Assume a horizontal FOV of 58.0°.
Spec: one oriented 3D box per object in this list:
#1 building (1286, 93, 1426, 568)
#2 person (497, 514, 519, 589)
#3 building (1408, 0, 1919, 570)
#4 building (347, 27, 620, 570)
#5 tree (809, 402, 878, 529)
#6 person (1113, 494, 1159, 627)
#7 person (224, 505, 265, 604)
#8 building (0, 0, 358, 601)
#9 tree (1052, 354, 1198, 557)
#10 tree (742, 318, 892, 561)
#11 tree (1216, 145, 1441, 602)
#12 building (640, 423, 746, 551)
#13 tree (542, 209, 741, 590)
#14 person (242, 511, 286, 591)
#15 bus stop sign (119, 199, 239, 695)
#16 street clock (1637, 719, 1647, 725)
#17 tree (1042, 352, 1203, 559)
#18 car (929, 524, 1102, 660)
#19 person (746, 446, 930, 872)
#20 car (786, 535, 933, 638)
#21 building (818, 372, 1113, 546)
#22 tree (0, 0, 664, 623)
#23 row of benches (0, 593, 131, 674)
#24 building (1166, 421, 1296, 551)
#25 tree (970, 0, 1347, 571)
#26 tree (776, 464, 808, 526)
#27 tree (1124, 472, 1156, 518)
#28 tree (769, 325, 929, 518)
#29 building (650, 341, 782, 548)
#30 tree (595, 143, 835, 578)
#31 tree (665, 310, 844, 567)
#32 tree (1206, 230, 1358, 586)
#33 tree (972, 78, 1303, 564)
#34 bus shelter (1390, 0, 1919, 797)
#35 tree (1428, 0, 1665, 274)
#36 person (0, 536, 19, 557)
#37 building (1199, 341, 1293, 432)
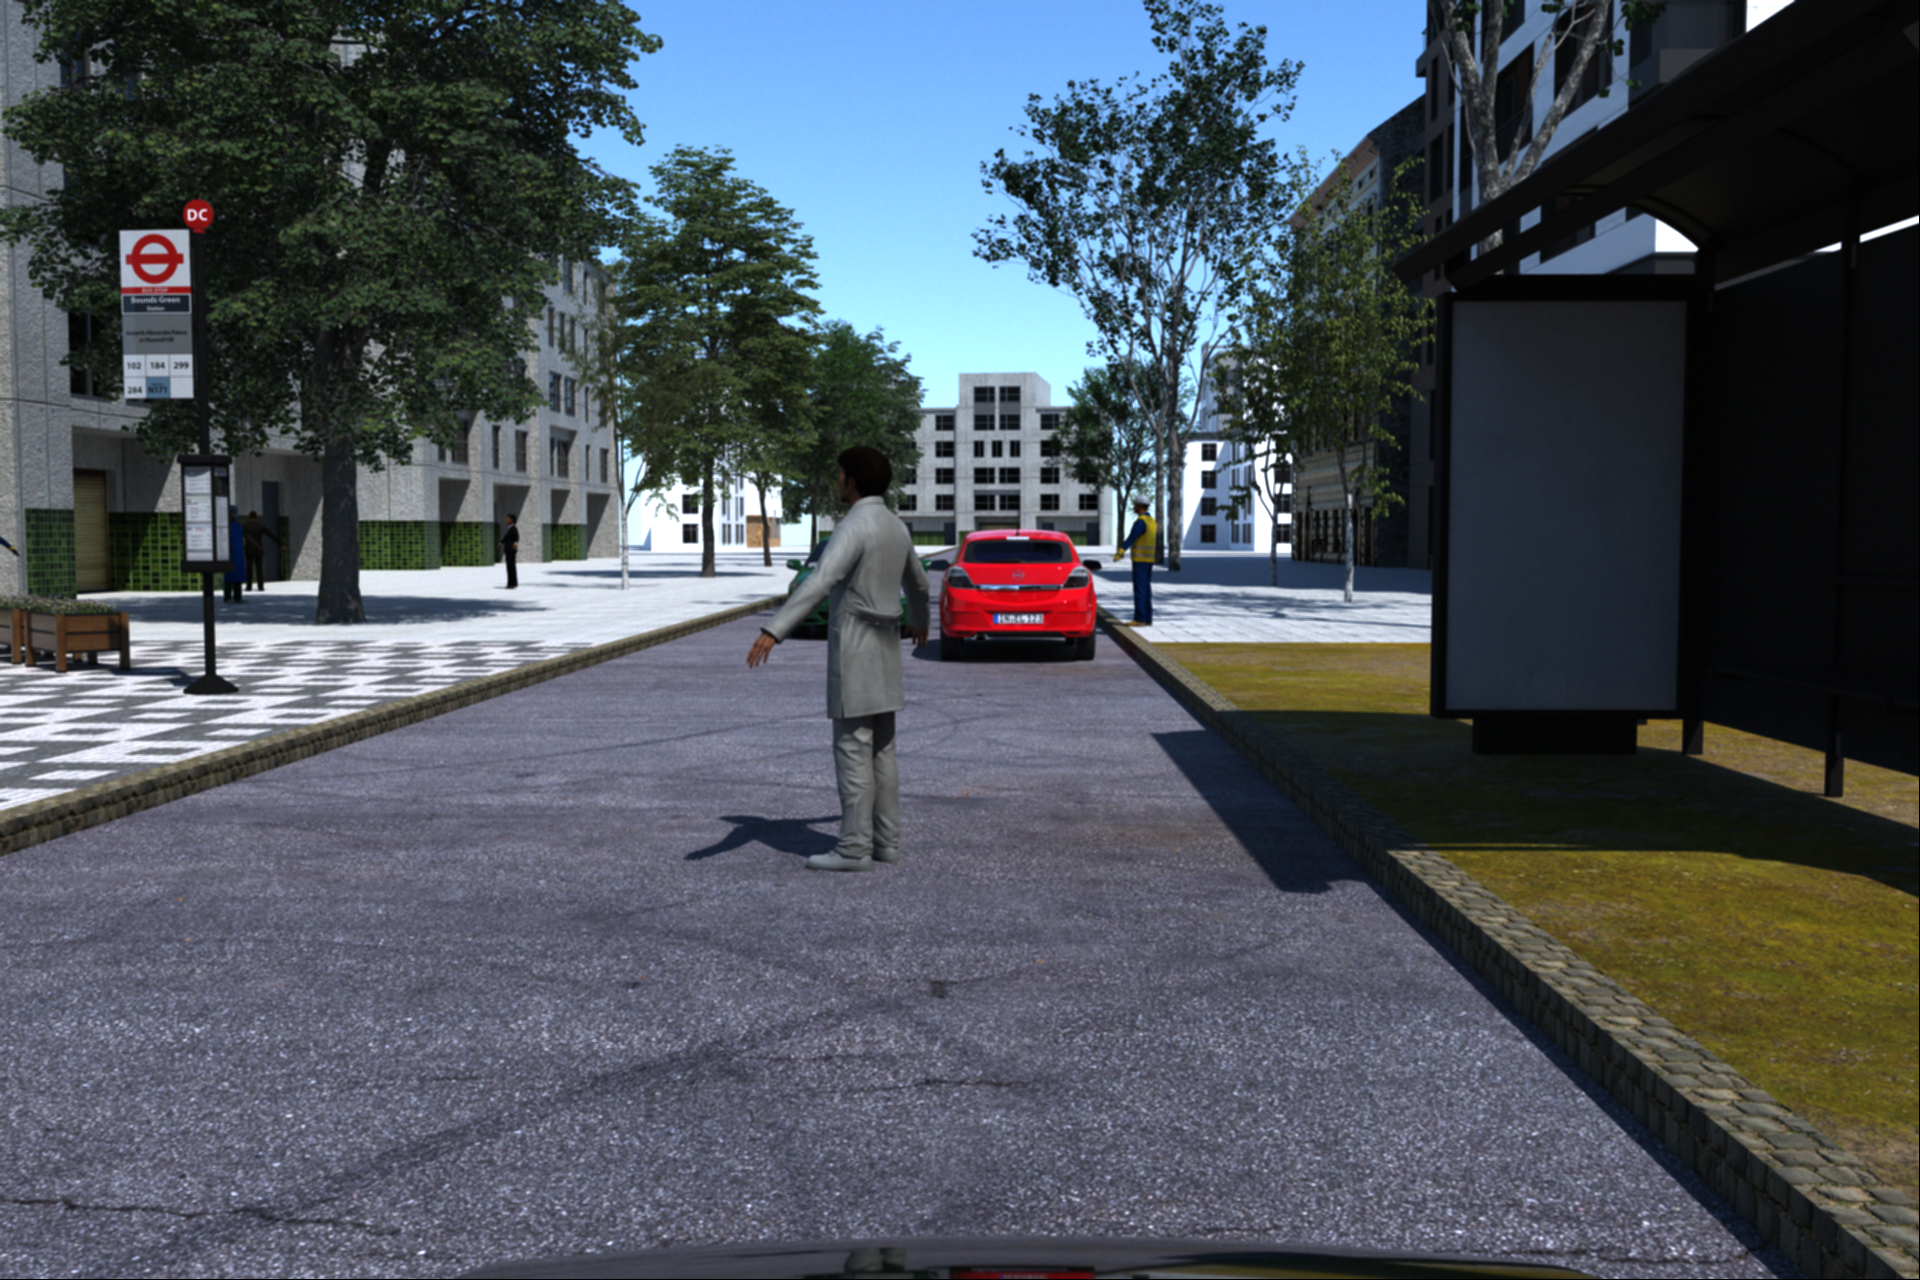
[{"bbox_3d":[25.289,-14.903,74.587,19.493,23.208,18.063,0,4,1],"label":"building"},{"bbox_3d":[-10.572,-2.066,40.495,0.721,1.740,1.216,-2,4,-33],"label":"person"},{"bbox_3d":[26.861,-12.434,47.269,27.936,21.610,32.646,0,4,1],"label":"building"},{"bbox_3d":[-26.971,-12.863,76.763,16.747,18.905,31.486,0,4,1],"label":"building"},{"bbox_3d":[-7.041,-8.837,94.844,4.360,8.622,3.978,0,3,0],"label":"tree"},{"bbox_3d":[2.508,-1.110,24.117,0.705,1.833,1.349,2,4,29],"label":"person"},{"bbox_3d":[-13.361,-1.575,31.885,0.704,1.817,1.347,1,4,20],"label":"person"},{"bbox_3d":[-25.477,-10.097,31.547,16.747,18.905,31.486,0,4,2],"label":"building"},{"bbox_3d":[9.264,-10.562,98.440,9.928,11.665,9.643,0,3,0],"label":"tree"},{"bbox_3d":[-6.854,-9.595,82.632,9.928,11.665,9.643,0,3,0],"label":"tree"},{"bbox_3d":[7.167,-5.015,32.352,4.737,8.622,4.395,0,3,0],"label":"tree"},{"bbox_3d":[-22.281,-12.404,144.951,9.099,9.664,28.070,0,4,2],"label":"building"},{"bbox_3d":[-7.908,-5.465,39.711,4.360,8.622,3.978,0,3,0],"label":"tree"},{"bbox_3d":[-15.896,-2.004,38.992,1.346,1.802,0.704,-2,4,-24],"label":"person"},{"bbox_3d":[-6.291,-1.543,13.931,0.855,3.939,0.416,0,4,3],"label":"bus stop sign"},{"bbox_3d":[4.525,-0.434,11.665,0.358,2.002,0.471,0,4,2],"label":"street clock"},{"bbox_3d":[8.253,-9.453,88.968,8.767,10.594,7.601,1,4,11],"label":"tree"},{"bbox_3d":[0.685,-0.743,21.188,2.155,1.783,4.494,0,4,1],"label":"car"},{"bbox_3d":[-0.439,0.071,7.479,0.705,1.806,1.347,2,4,29],"label":"person"},{"bbox_3d":[-1.416,-0.837,25.487,2.131,1.459,4.920,0,4,1],"label":"car"},{"bbox_3d":[1.117,-20.077,197.168,31.486,18.905,16.747,1,4,9],"label":"building"},{"bbox_3d":[-9.106,-7.226,24.799,9.857,13.997,8.962,0,3,0],"label":"tree"},{"bbox_3d":[-9.342,-0.124,17.485,1.422,0.672,4.104,-3,5,-43],"label":"row of benches"},{"bbox_3d":[22.847,-12.261,142.611,9.099,9.664,28.070,0,4,1],"label":"building"},{"bbox_3d":[6.606,-12.412,58.818,12.611,20.169,13.585,0,3,0],"label":"tree"},{"bbox_3d":[-21.170,-17.821,198.021,9.857,13.997,8.962,0,3,0],"label":"tree"},{"bbox_3d":[20.428,-14.920,194.301,4.737,8.622,4.395,0,3,0],"label":"tree"},{"bbox_3d":[-6.644,-12.170,105.637,9.857,13.997,8.962,0,3,0],"label":"tree"},{"bbox_3d":[-23.787,-18.931,165.935,16.016,20.090,11.380,0,4,2],"label":"building"},{"bbox_3d":[-7.242,-8.139,51.196,7.486,12.596,7.792,0,3,0],"label":"tree"},{"bbox_3d":[-7.869,-8.195,68.399,7.601,10.594,8.767,2,4,31],"label":"tree"},{"bbox_3d":[7.806,-5.652,42.769,4.737,8.622,4.395,0,3,0],"label":"tree"},{"bbox_3d":[7.180,-13.317,73.621,12.611,20.169,13.585,0,3,0],"label":"tree"},{"bbox_3d":[3.516,-0.833,7.551,2.014,3.302,5.546,0,4,1],"label":"bus shelter"},{"bbox_3d":[8.100,-10.128,21.487,12.611,20.169,13.585,0,3,0],"label":"tree"},{"bbox_3d":[-15.332,-1.268,27.192,0.721,1.772,1.216,1,4,21],"label":"person"},{"bbox_3d":[28.731,-19.190,170.184,16.016,20.090,11.380,0,4,1],"label":"building"}]
